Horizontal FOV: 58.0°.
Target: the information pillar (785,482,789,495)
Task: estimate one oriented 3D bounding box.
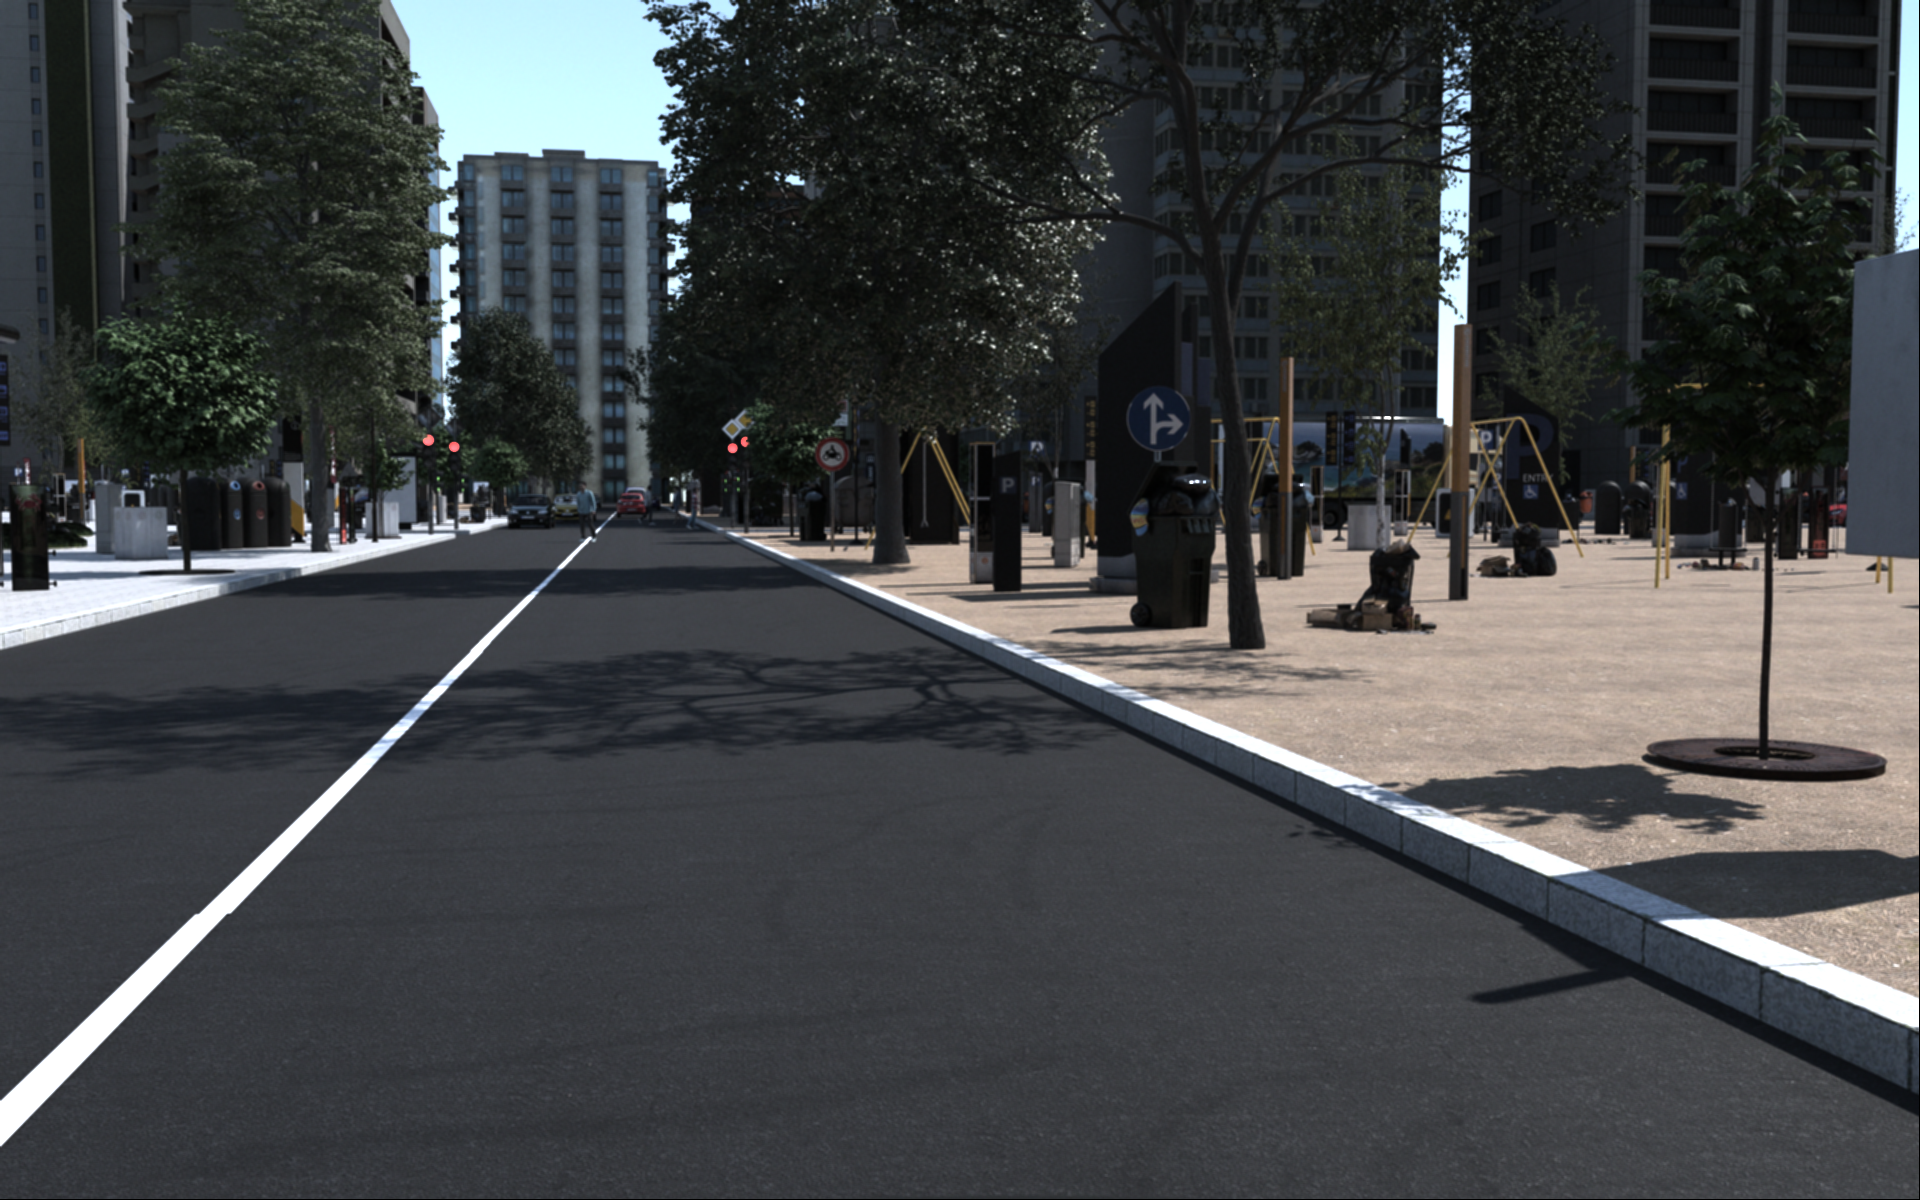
[{"bbox_3d":[-12.852,-8.418,128.993,0.183,3.616,0.504,-3,5,-41],"label":"information pillar"}]

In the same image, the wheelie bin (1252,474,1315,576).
[{"bbox_3d":[5.089,-1.176,27.128,0.980,1.594,0.693,-1,4,-9],"label":"wheelie bin"}]

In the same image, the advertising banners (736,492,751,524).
[{"bbox_3d":[-8.761,-4.828,75.119,2.074,3.025,0.090,-2,4,-32],"label":"advertising banners"}]

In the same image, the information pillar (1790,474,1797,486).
[{"bbox_3d":[21.285,-2.452,44.583,0.304,2.012,0.304,-1,4,-14],"label":"information pillar"}]

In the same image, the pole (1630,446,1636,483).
[{"bbox_3d":[28.535,-4.873,73.512,0.158,3.312,0.155,0,3,0],"label":"pole"}]

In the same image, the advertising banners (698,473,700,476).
[{"bbox_3d":[-20.054,-8.740,139.079,2.074,3.025,0.090,-1,4,-19],"label":"advertising banners"}]

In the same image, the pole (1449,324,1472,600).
[{"bbox_3d":[6.039,-1.654,20.890,0.158,3.312,0.155,0,3,0],"label":"pole"}]

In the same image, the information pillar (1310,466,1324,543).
[{"bbox_3d":[9.354,-2.502,45.404,0.304,2.012,0.304,1,4,21],"label":"information pillar"}]

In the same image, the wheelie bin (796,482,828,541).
[{"bbox_3d":[-4.051,-2.414,47.373,0.693,1.594,0.980,-3,4,-38],"label":"wheelie bin"}]

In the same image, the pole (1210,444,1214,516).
[{"bbox_3d":[10.184,-4.666,70.139,0.158,3.312,0.155,0,3,0],"label":"pole"}]

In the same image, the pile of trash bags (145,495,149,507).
[{"bbox_3d":[-54.110,-6.422,114.758,3.447,1.369,1.912,0,4,-5],"label":"pile of trash bags"}]

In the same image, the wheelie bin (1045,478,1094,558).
[{"bbox_3d":[2.220,-1.643,34.775,0.980,1.594,0.693,0,4,-7],"label":"wheelie bin"}]

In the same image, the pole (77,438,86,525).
[{"bbox_3d":[-32.213,-4.261,63.515,0.158,3.312,0.155,0,3,0],"label":"pole"}]

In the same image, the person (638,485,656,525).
[{"bbox_3d":[-14.652,-4.445,81.027,0.795,1.843,0.661,-2,4,-30],"label":"person"}]

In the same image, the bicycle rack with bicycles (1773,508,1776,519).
[{"bbox_3d":[40.774,-4.329,84.166,2.925,0.926,2.852,-2,4,-23],"label":"bicycle rack with bicycles"}]

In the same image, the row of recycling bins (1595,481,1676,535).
[{"bbox_3d":[21.978,-2.922,54.885,3.534,1.692,1.069,2,4,28],"label":"row of recycling bins"}]

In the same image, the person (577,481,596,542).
[{"bbox_3d":[-11.166,-2.651,51.869,0.660,1.820,0.620,1,4,15],"label":"person"}]

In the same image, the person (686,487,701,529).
[{"bbox_3d":[-10.975,-3.793,71.360,0.643,1.720,0.563,-1,4,-10],"label":"person"}]

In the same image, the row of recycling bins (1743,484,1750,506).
[{"bbox_3d":[33.240,-4.035,73.082,1.069,1.692,3.534,2,4,28],"label":"row of recycling bins"}]

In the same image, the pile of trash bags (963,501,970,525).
[{"bbox_3d":[-1.339,-3.805,71.957,3.447,1.369,1.912,0,4,-6],"label":"pile of trash bags"}]

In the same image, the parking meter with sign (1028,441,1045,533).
[{"bbox_3d":[2.520,-3.743,57.465,0.543,3.016,1.738,0,4,1],"label":"parking meter with sign"}]

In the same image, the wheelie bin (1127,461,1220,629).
[{"bbox_3d":[2.097,-0.540,16.744,0.980,1.594,0.693,-3,5,-43],"label":"wheelie bin"}]

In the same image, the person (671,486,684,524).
[{"bbox_3d":[-13.397,-4.506,82.202,0.654,1.822,0.581,-2,4,-27],"label":"person"}]

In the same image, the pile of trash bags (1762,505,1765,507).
[{"bbox_3d":[34.566,-4.093,76.678,1.912,1.369,3.447,3,5,40],"label":"pile of trash bags"}]

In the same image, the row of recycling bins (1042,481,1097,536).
[{"bbox_3d":[4.100,-2.833,53.437,3.534,1.692,1.069,-2,4,-34],"label":"row of recycling bins"}]

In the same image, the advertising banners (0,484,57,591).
[{"bbox_3d":[-12.825,-1.603,22.389,0.090,3.025,2.074,3,5,41],"label":"advertising banners"}]

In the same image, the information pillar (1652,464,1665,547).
[{"bbox_3d":[16.910,-2.281,41.782,0.304,2.012,0.304,0,4,4],"label":"information pillar"}]

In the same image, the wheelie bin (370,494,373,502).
[{"bbox_3d":[-24.716,-3.995,73.219,0.980,1.594,0.693,-2,4,-24],"label":"wheelie bin"}]

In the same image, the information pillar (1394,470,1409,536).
[{"bbox_3d":[13.525,-2.972,53.087,0.304,2.012,0.304,-3,5,-42],"label":"information pillar"}]

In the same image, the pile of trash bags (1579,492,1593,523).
[{"bbox_3d":[26.560,-4.075,76.373,3.447,1.369,1.912,-2,4,-27],"label":"pile of trash bags"}]

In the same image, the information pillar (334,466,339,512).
[{"bbox_3d":[-44.213,-8.041,122.829,0.183,3.616,0.504,0,4,7],"label":"information pillar"}]

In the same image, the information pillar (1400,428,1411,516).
[{"bbox_3d":[15.642,-4.253,60.890,0.183,3.616,0.504,-2,4,-25],"label":"information pillar"}]

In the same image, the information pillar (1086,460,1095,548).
[{"bbox_3d":[3.140,-3.075,41.626,0.183,3.616,0.504,-1,4,-13],"label":"information pillar"}]

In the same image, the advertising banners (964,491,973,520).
[{"bbox_3d":[-0.244,-5.376,84.084,2.074,3.025,0.090,-2,4,-25],"label":"advertising banners"}]

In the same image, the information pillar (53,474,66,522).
[{"bbox_3d":[-32.539,-3.553,62.585,0.304,2.012,0.304,3,4,36],"label":"information pillar"}]

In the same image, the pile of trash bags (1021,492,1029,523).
[{"bbox_3d":[2.685,-4.050,75.963,1.912,1.369,3.447,-1,4,-10],"label":"pile of trash bags"}]

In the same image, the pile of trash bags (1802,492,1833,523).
[{"bbox_3d":[37.818,-4.067,76.246,1.912,1.369,3.447,0,4,-4],"label":"pile of trash bags"}]

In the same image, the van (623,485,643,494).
[{"bbox_3d":[-29.760,-9.433,158.608,2.240,2.365,5.245,-1,4,-10],"label":"van"}]

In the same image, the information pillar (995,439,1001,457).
[{"bbox_3d":[1.537,-5.052,73.958,0.504,3.616,0.183,-1,4,-14],"label":"information pillar"}]

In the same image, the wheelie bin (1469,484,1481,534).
[{"bbox_3d":[16.434,-2.933,55.856,0.980,1.594,0.693,-3,5,-40],"label":"wheelie bin"}]

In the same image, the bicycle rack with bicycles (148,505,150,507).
[{"bbox_3d":[-57.408,-6.773,124.128,2.852,0.926,2.925,-3,5,-43],"label":"bicycle rack with bicycles"}]

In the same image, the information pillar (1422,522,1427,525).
[{"bbox_3d":[19.047,-4.864,70.889,0.183,3.616,0.504,1,4,15],"label":"information pillar"}]

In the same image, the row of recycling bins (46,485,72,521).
[{"bbox_3d":[-42.865,-4.542,81.380,1.069,1.692,3.534,1,4,11],"label":"row of recycling bins"}]

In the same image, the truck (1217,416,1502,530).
[{"bbox_3d":[15.302,-4.613,64.332,11.283,4.237,2.839,-1,4,-11],"label":"truck"}]

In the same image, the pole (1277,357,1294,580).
[{"bbox_3d":[4.872,-1.961,25.913,0.158,3.312,0.155,0,3,0],"label":"pole"}]

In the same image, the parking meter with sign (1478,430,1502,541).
[{"bbox_3d":[14.994,-3.134,47.509,1.738,3.016,0.543,-2,4,-33],"label":"parking meter with sign"}]

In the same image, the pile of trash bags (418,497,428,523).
[{"bbox_3d":[-24.690,-4.129,77.267,1.912,1.369,3.447,-1,4,-15],"label":"pile of trash bags"}]

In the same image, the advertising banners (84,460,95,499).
[{"bbox_3d":[-44.214,-5.641,88.418,0.090,3.025,2.074,1,4,14],"label":"advertising banners"}]

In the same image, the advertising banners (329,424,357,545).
[{"bbox_3d":[-15.734,-2.932,44.131,0.090,3.025,2.074,0,4,-3],"label":"advertising banners"}]

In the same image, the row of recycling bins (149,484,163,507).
[{"bbox_3d":[-32.632,-3.973,72.064,3.534,1.692,1.069,3,5,39],"label":"row of recycling bins"}]

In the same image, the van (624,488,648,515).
[{"bbox_3d":[-22.496,-6.934,120.378,2.013,2.044,4.112,-1,4,-10],"label":"van"}]

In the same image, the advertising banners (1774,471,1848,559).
[{"bbox_3d":[16.993,-2.329,34.265,2.074,3.025,0.090,-1,4,-19],"label":"advertising banners"}]

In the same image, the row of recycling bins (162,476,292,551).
[{"bbox_3d":[-17.061,-2.060,40.791,1.069,1.692,3.534,1,4,13],"label":"row of recycling bins"}]

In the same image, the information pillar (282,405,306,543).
[{"bbox_3d":[-17.445,-3.302,45.350,0.504,3.616,0.183,-1,4,-9],"label":"information pillar"}]

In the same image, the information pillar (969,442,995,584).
[{"bbox_3d":[0.317,-1.238,24.739,0.304,2.012,0.304,-1,4,-15],"label":"information pillar"}]
